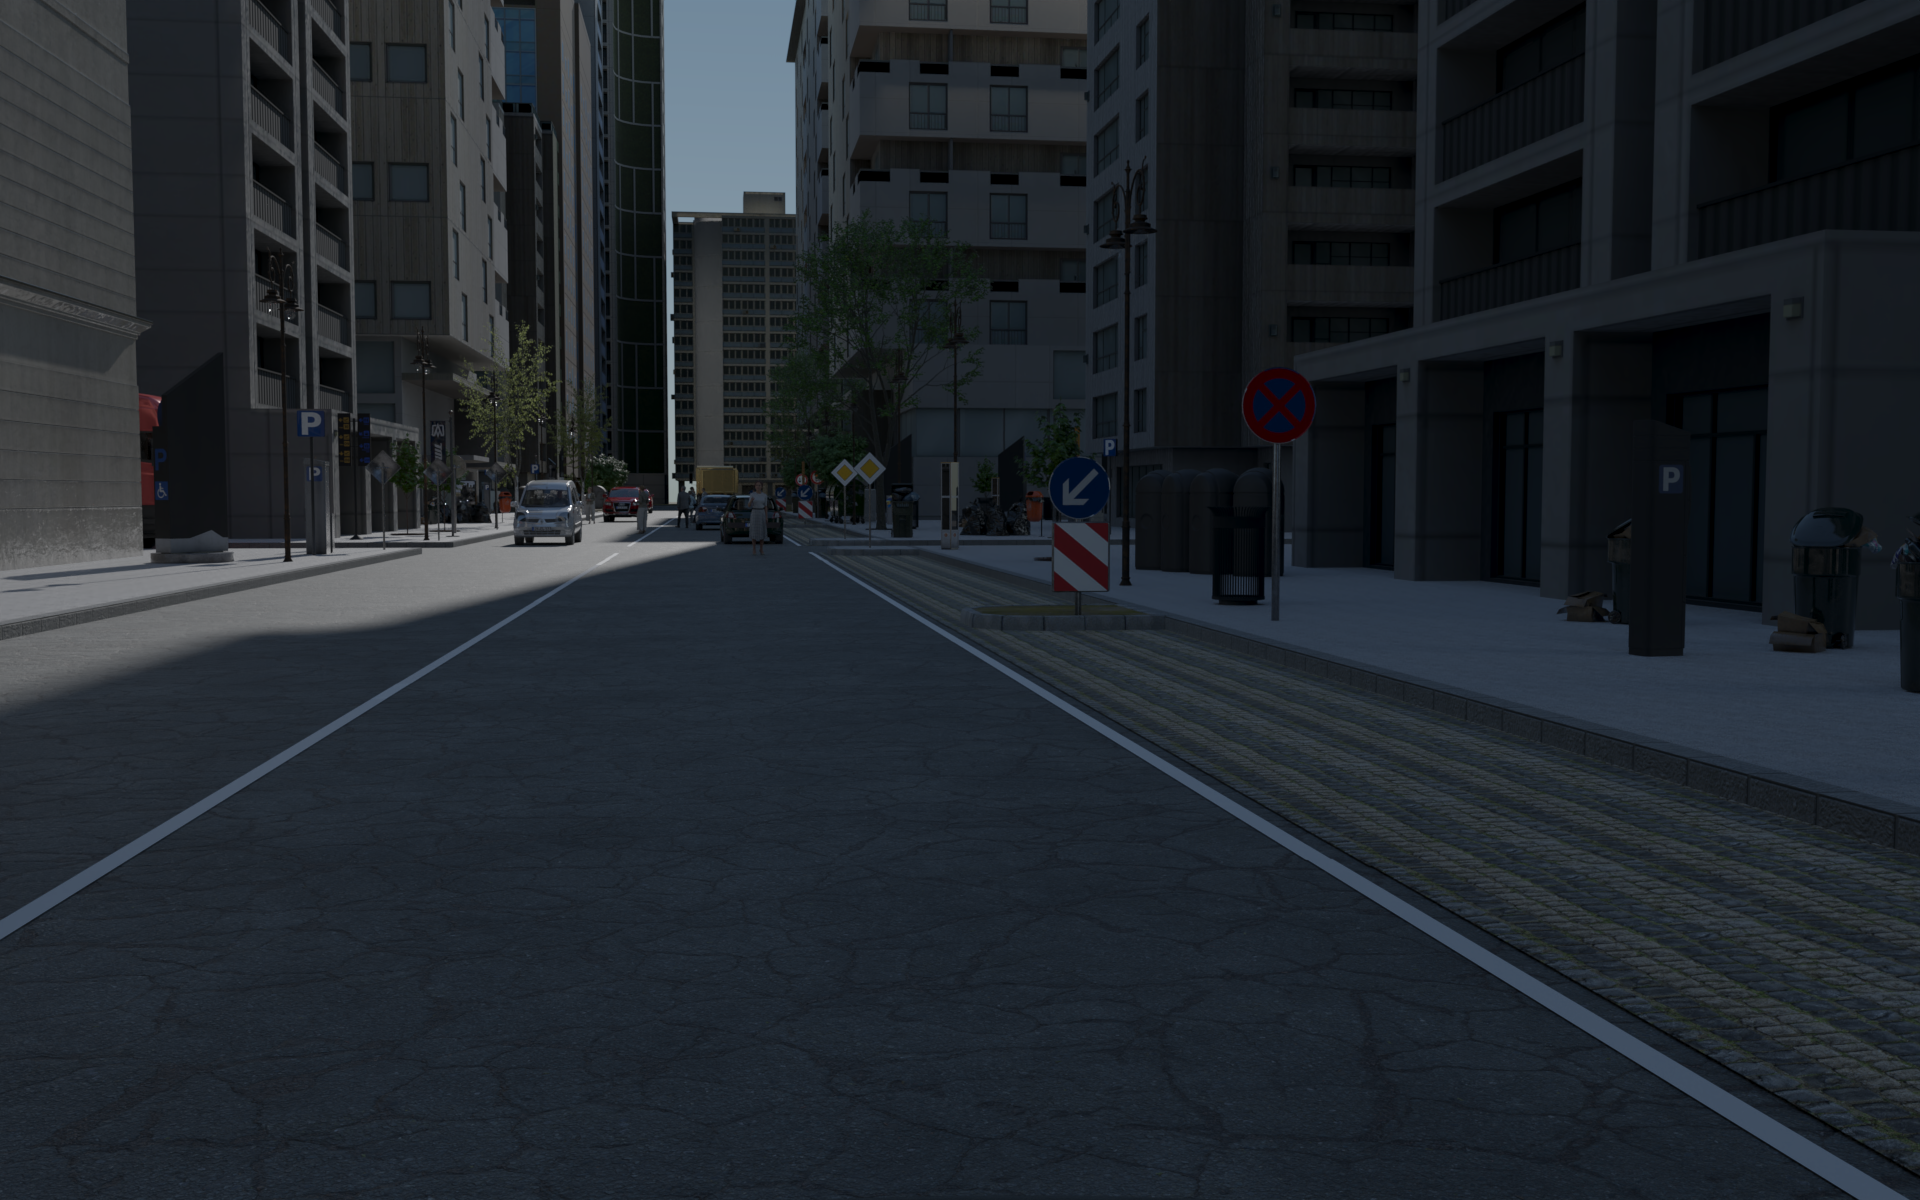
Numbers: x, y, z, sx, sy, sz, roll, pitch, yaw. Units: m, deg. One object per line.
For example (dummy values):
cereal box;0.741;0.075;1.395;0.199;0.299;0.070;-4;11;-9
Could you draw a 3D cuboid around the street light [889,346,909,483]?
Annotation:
street light;-1.903;-4.980;54.204;0.468;5.910;1.993;0;4;-8

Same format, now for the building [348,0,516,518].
building;-38.784;-30.647;90.318;28.713;52.752;27.495;0;4;-8

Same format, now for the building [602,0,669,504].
building;-47.317;-47.580;216.188;20.611;71.187;20.563;0;4;-8

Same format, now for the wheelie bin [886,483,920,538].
wheelie bin;-1.671;-2.636;51.013;0.980;1.594;0.693;0;4;-5

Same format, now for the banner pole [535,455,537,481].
banner pole;-27.311;-7.445;111.736;0.401;3.779;0.863;-1;4;-18

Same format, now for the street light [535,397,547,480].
street light;-19.586;-6.627;81.144;0.468;5.910;1.993;0;4;-8

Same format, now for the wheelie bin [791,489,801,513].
wheelie bin;-10.920;-6.618;116.108;0.693;1.594;0.980;1;4;17

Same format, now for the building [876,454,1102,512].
building;0.251;-34.721;156.929;28.713;52.752;27.495;0;4;-8

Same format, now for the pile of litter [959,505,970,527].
pile of litter;0.102;-3.257;67.222;1.176;0.858;1.719;-1;4;-16

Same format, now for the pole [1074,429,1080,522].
pole;3.543;-3.588;52.500;0.158;3.312;0.155;0;3;0

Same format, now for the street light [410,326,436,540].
street light;-14.775;-4.587;47.793;0.468;5.910;1.993;0;4;-8

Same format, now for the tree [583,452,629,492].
tree;-29.240;-9.846;144.698;4.285;4.588;4.351;0;3;0

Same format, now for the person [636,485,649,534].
person;-11.487;-3.272;62.549;0.362;1.759;0.519;2;4;31

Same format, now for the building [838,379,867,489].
building;-2.762;-22.282;136.012;14.160;30.474;14.107;0;4;-8

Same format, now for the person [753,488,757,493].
person;-9.641;-4.452;82.122;0.563;1.720;0.643;2;4;32

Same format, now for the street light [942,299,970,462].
street light;-0.109;-4.184;41.203;0.468;5.910;1.993;0;4;-8

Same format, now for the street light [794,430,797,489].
street light;-11.685;-9.185;122.961;0.468;5.910;1.993;0;4;-8

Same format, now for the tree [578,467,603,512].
tree;-26.590;-7.915;124.004;1.663;3.219;1.824;0;3;0

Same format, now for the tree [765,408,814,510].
tree;-13.535;-11.546;139.138;4.737;8.622;4.395;0;3;0

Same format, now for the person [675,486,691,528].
person;-11.725;-3.934;73.218;0.661;1.777;0.834;-3;4;-38

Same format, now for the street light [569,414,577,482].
street light;-21.964;-7.683;98.406;0.468;5.910;1.993;0;4;-8

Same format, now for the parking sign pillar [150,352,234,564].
parking sign pillar;-14.454;-2.693;32.511;1.447;3.967;1.447;2;4;26

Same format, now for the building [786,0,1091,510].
building;-3.399;-36.396;184.306;28.713;52.752;27.495;0;4;-8

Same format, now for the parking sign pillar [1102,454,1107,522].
parking sign pillar;6.575;-5.129;72.334;1.447;3.967;1.447;2;4;35

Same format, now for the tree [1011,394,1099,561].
tree;2.036;-2.377;33.468;1.663;3.219;1.824;0;3;0

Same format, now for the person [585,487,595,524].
person;-17.805;-4.541;83.287;0.519;1.759;0.362;1;4;8

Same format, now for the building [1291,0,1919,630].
building;17.456;-35.578;19.959;20.563;71.187;20.611;0;4;-8

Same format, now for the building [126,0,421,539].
building;-29.581;-37.815;56.520;20.563;71.187;20.611;0;4;-8

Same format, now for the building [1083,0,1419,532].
building;12.758;-17.795;62.655;14.107;30.474;14.160;0;4;-8

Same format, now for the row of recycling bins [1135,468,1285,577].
row of recycling bins;4.012;-1.293;28.257;1.069;1.692;3.534;-2;4;-28

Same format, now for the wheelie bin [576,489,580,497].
wheelie bin;-25.350;-6.454;113.426;0.980;1.594;0.693;0;4;-5

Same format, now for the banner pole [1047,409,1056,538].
banner pole;2.865;-3.672;50.051;0.401;3.779;0.863;-2;4;-34

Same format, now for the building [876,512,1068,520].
building;6.732;-31.171;98.886;28.713;52.752;27.495;0;4;-8

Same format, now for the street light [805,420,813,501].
street light;-9.197;-8.130;105.705;0.468;5.910;1.993;0;4;-8

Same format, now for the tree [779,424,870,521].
tree;-5.635;-5.993;81.695;4.285;4.588;4.351;0;3;0

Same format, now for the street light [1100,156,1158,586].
street light;2.324;-3.140;24.122;0.468;5.910;1.993;0;4;-8

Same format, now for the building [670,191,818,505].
building;-25.381;-32.628;225.353;23.993;40.220;32.217;0;4;-8

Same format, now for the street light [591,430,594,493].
street light;-24.475;-8.711;115.205;0.468;5.910;1.993;0;4;-8

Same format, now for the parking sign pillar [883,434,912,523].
parking sign pillar;-2.827;-5.434;77.316;1.447;3.967;1.447;-1;4;-18

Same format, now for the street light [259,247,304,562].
street light;-12.734;-3.661;32.641;0.468;5.910;1.993;0;4;-8

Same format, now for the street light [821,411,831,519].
street light;-6.829;-7.081;88.562;0.468;5.910;1.993;0;4;-8

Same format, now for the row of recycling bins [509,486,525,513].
row of recycling bins;-21.770;-5.061;89.860;3.534;1.692;1.069;3;5;40

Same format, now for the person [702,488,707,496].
person;-15.680;-5.968;106.192;0.853;1.813;0.709;-3;4;-39

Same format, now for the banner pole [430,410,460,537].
banner pole;-15.477;-3.789;51.961;0.863;3.779;0.401;0;4;1

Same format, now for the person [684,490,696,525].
person;-12.562;-4.298;80.584;0.589;1.601;0.330;-3;4;-36

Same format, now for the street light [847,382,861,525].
street light;-4.392;-6.049;71.685;0.468;5.910;1.993;0;4;-8

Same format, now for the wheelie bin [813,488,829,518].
wheelie bin;-7.390;-5.167;92.388;0.693;1.594;0.980;-3;5;-42

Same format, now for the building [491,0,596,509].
building;-40.469;-30.916;155.583;14.600;45.320;14.200;0;4;-8

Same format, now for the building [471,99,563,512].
building;-37.153;-21.757;127.430;14.160;30.474;14.107;0;4;-8

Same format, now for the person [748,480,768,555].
person;-4.733;-1.933;40.680;0.480;1.755;0.524;-1;4;-22

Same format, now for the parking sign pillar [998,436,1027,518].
parking sign pillar;2.437;-5.631;80.531;1.447;3.967;1.447;2;4;26

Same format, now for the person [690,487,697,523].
person;-13.162;-4.705;85.613;0.473;1.802;0.592;2;4;24

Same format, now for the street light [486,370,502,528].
street light;-17.320;-5.612;64.548;0.468;5.910;1.993;0;4;-8

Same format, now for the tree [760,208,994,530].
tree;-2.734;-8.327;61.902;9.928;11.665;9.643;0;3;0

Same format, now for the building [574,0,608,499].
building;-51.648;-39.078;180.925;28.212;58.520;21.231;0;4;-8

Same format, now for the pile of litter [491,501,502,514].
pile of litter;-30.939;-6.166;114.775;1.176;0.858;1.719;3;5;43

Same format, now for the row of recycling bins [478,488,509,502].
row of recycling bins;-32.958;-6.906;120.022;3.534;1.692;1.069;0;4;-2

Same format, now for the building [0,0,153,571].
building;-37.086;-15.160;24.284;44.131;29.872;17.030;0;4;-8

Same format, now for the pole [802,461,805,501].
pole;-9.779;-6.992;108.161;0.158;3.312;0.155;0;3;0
